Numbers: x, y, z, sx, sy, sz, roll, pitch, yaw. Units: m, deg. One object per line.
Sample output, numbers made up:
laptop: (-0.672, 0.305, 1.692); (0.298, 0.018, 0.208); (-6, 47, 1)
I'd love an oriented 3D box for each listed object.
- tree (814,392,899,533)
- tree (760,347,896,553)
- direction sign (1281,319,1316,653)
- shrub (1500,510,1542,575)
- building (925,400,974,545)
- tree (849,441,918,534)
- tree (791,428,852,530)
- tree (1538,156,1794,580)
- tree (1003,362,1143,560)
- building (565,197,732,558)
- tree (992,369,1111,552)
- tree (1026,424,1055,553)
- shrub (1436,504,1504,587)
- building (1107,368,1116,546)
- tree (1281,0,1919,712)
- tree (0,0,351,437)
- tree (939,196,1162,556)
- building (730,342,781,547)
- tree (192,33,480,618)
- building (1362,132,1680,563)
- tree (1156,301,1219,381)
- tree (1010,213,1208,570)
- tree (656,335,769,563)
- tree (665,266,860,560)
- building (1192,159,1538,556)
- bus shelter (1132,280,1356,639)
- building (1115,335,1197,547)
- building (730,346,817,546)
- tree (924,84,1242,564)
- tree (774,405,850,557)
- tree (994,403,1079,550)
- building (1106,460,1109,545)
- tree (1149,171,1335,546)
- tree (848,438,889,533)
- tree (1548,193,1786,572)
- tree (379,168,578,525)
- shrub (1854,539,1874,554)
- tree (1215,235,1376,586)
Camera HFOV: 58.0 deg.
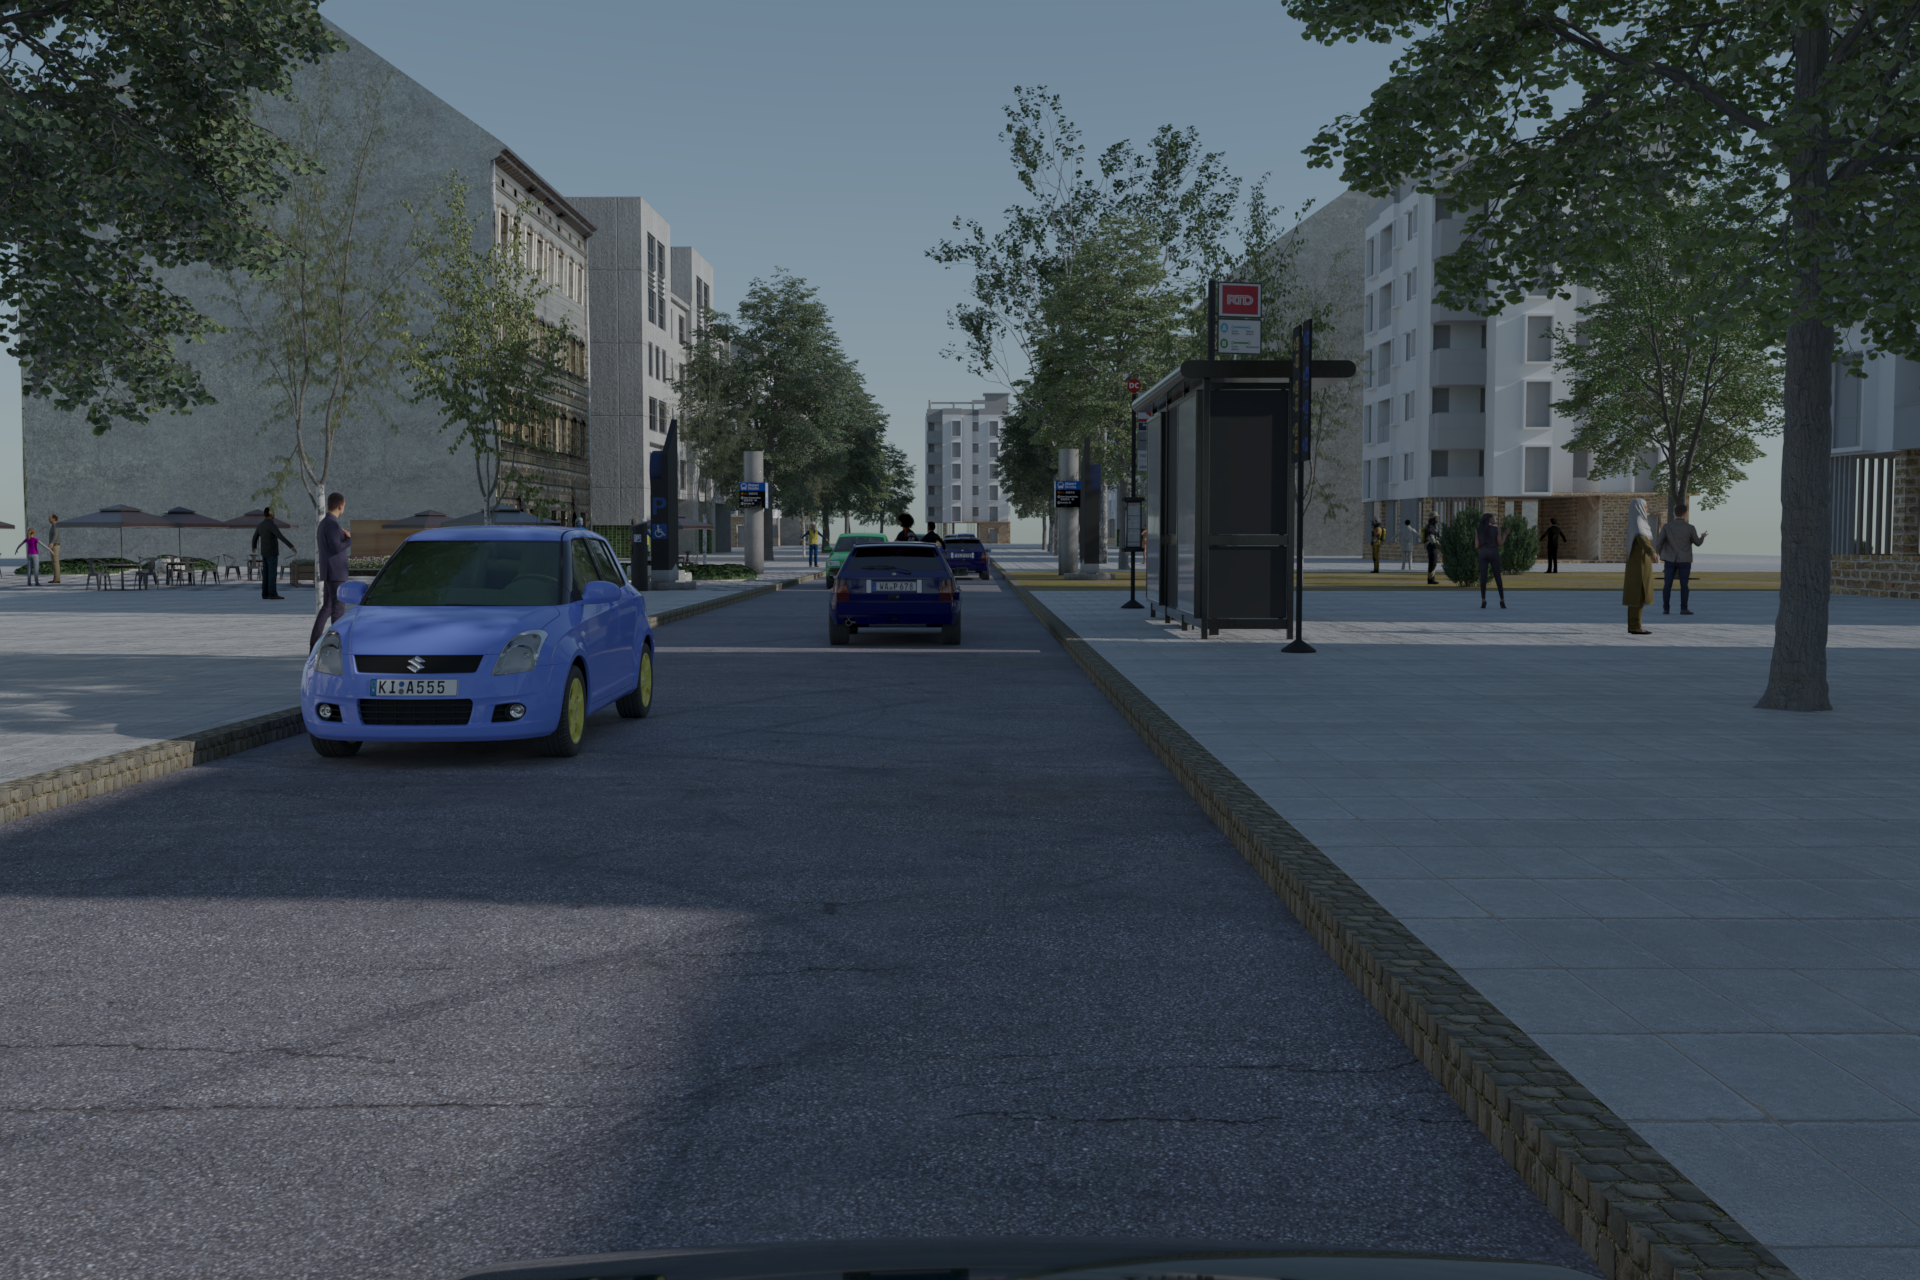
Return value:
tree: (-8.480, -13.135, 132.888); (7.486, 12.596, 7.792); (0, 3, 0)
tree: (-9.198, -12.869, 117.070); (9.857, 13.997, 8.962); (0, 3, 0)
direction sign: (3.680, -1.634, 18.715); (0.379, 3.537, 0.876); (0, 4, 0)
shrub: (17.373, -3.053, 54.335); (1.690, 2.028, 1.600); (0, 3, 0)
building: (-4.389, -23.040, 235.585); (11.380, 20.090, 16.016); (0, 4, -1)
tree: (-10.512, -20.036, 234.235); (9.857, 13.997, 8.962); (0, 3, 0)
tree: (-9.549, -9.699, 108.936); (4.360, 8.622, 3.978); (0, 3, 0)
tree: (20.197, -7.501, 48.389); (9.928, 11.665, 9.643); (0, 3, 0)
tree: (6.214, -9.348, 87.253); (8.767, 10.594, 7.601); (0, 4, 8)
building: (-24.834, -14.708, 106.933); (16.747, 18.905, 31.486); (0, 4, 1)
tree: (6.592, -13.350, 124.922); (9.857, 13.997, 8.962); (0, 3, 0)
tree: (5.835, -10.080, 115.164); (4.360, 8.622, 3.978); (0, 3, 0)
shrub: (12.367, -2.296, 41.962); (1.690, 2.028, 1.600); (0, 3, 0)
building: (21.741, -20.709, 195.013); (16.016, 20.090, 11.380); (0, 4, 0)
tree: (6.227, -5.789, 12.776); (7.486, 12.596, 7.792); (0, 3, 0)
tree: (-9.824, -6.633, 15.099); (9.857, 13.997, 8.962); (0, 3, 0)
tree: (5.176, -14.910, 99.667); (12.611, 20.169, 13.585); (0, 3, 0)
building: (-24.036, -19.272, 171.520); (16.016, 20.090, 11.380); (0, 4, -1)
tree: (-9.859, -4.627, 26.021); (4.360, 8.622, 3.978); (0, 3, 0)
building: (25.940, -14.167, 88.046); (16.016, 20.090, 11.380); (0, 4, 0)
tree: (7.951, -6.365, 54.436); (4.737, 8.622, 4.395); (0, 3, 0)
tree: (5.502, -8.809, 62.153); (7.486, 12.596, 7.792); (0, 3, 0)
tree: (-9.865, -7.021, 65.158); (4.360, 8.622, 3.978); (0, 3, 0)
tree: (-9.404, -10.856, 84.149); (9.857, 13.997, 8.962); (0, 3, 0)
building: (25.393, -17.026, 109.305); (19.493, 23.208, 18.063); (0, 4, 0)
bus shelter: (3.735, -2.908, 25.172); (2.179, 5.291, 8.768); (0, 3, 0)
building: (24.380, -18.087, 162.184); (16.747, 18.905, 31.486); (0, 3, 0)
building: (-26.761, -22.594, 200.339); (19.493, 23.208, 18.063); (0, 4, 1)
tree: (4.794, -13.394, 74.885); (12.611, 20.169, 13.585); (0, 3, 0)
tree: (-9.036, -9.024, 97.901); (4.360, 8.622, 3.978); (0, 3, 0)
tree: (6.373, -13.515, 139.093); (7.486, 12.596, 7.792); (0, 3, 0)
building: (22.316, -21.750, 212.036); (16.016, 20.090, 11.380); (0, 4, 0)
tree: (5.691, -5.245, 36.121); (4.737, 8.622, 4.395); (0, 3, 0)
tree: (-9.509, -12.856, 144.613); (7.601, 10.594, 8.767); (0, 4, -6)
tree: (23.834, -8.562, 58.109); (7.486, 12.596, 7.792); (0, 3, 0)
tree: (-9.628, -5.186, 35.155); (4.737, 8.622, 4.395); (0, 3, 0)
shrub: (25.386, -2.317, 49.006); (1.383, 1.207, 1.383); (0, 3, 0)
tree: (8.523, -5.633, 42.459); (4.360, 8.622, 3.978); (0, 3, 0)
